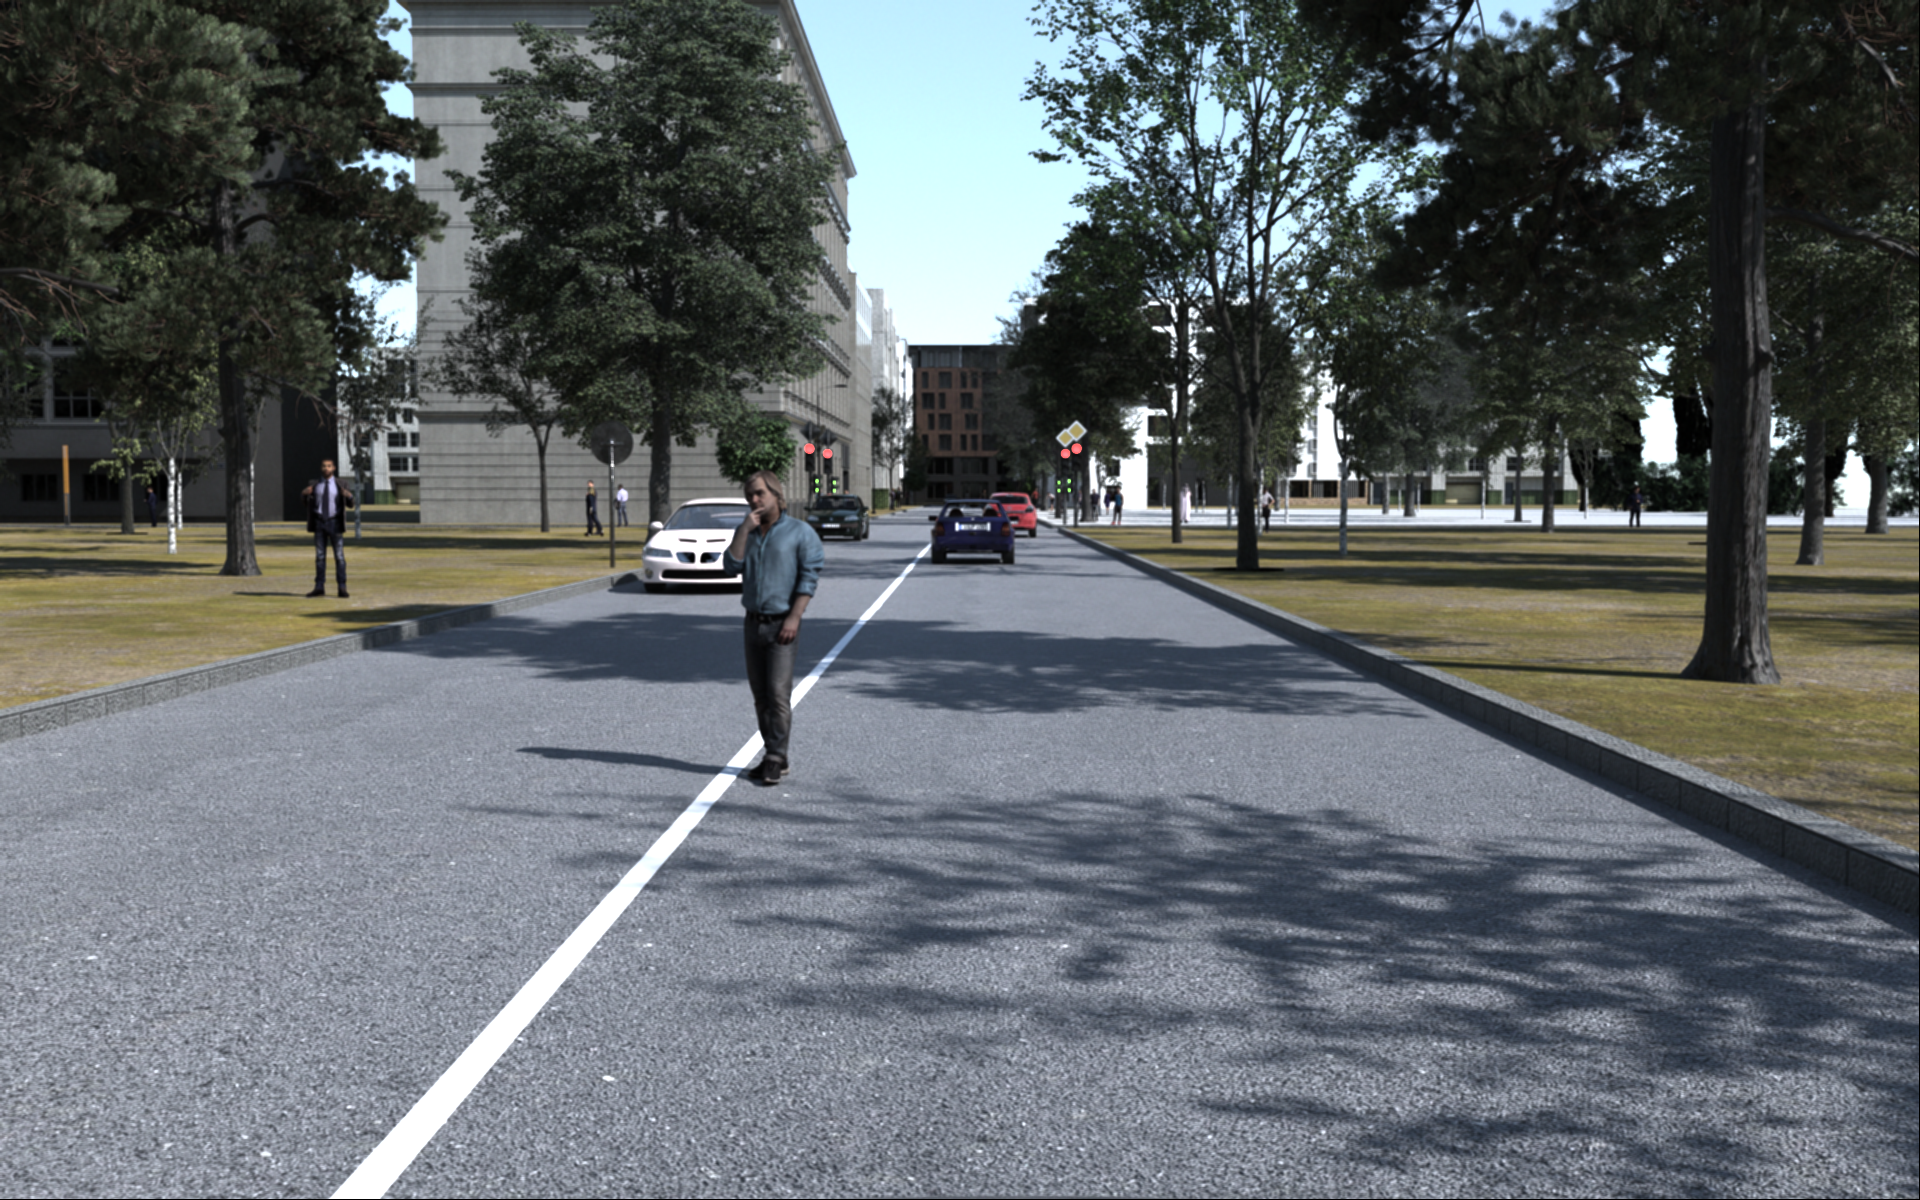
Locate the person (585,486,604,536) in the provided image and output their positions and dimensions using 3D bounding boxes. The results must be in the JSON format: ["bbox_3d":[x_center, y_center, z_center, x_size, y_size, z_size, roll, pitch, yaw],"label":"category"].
[{"bbox_3d":[-11.083,-2.682,52.430,0.613,1.512,0.480,0,4,-4],"label":"person"}]

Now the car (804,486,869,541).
[{"bbox_3d":[-3.817,-2.708,54.070,2.009,1.686,4.222,0,4,2],"label":"car"}]

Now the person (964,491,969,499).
[{"bbox_3d":[0.797,-11.878,202.714,0.705,1.824,1.348,-1,4,-20],"label":"person"}]

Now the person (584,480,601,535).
[{"bbox_3d":[-11.555,-2.900,54.374,0.530,1.710,0.541,-1,4,-10],"label":"person"}]

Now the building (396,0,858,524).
[{"bbox_3d":[-15.479,-19.544,95.959,17.030,29.872,44.131,0,4,1],"label":"building"}]

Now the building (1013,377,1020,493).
[{"bbox_3d":[14.755,-22.090,217.585,16.016,20.091,11.380,0,4,1],"label":"building"}]

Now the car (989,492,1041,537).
[{"bbox_3d":[1.679,-3.034,58.652,2.155,1.783,4.494,0,4,2],"label":"car"}]

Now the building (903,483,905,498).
[{"bbox_3d":[-23.602,-22.951,241.705,31.486,18.905,16.747,0,4,1],"label":"building"}]

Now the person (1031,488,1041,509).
[{"bbox_3d":[6.571,-8.795,149.780,0.705,1.831,1.348,3,5,43],"label":"person"}]

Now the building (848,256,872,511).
[{"bbox_3d":[-12.213,-16.684,127.529,10.420,20.320,16.860,0,4,1],"label":"building"}]

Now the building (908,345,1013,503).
[{"bbox_3d":[8.800,-24.664,247.231,32.646,21.610,27.936,0,4,1],"label":"building"}]

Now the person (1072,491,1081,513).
[{"bbox_3d":[7.923,-6.647,116.926,0.569,1.553,0.471,3,5,39],"label":"person"}]

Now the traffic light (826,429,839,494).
[{"bbox_3d":[-5.546,-5.132,73.156,0.839,4.213,0.868,0,4,1],"label":"traffic light"}]

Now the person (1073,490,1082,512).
[{"bbox_3d":[8.197,-6.767,118.636,0.963,1.587,0.435,0,4,5],"label":"person"}]

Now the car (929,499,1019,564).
[{"bbox_3d":[0.288,-1.483,36.829,1.945,1.354,3.894,0,4,1],"label":"car"}]

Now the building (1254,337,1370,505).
[{"bbox_3d":[43.503,-21.914,214.715,11.380,20.091,16.016,0,4,1],"label":"building"}]

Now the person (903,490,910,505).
[{"bbox_3d":[-6.191,-11.909,201.479,0.721,1.743,1.217,3,5,41],"label":"person"}]

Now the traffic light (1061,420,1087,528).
[{"bbox_3d":[4.344,-4.639,65.099,0.839,4.213,0.868,0,4,1],"label":"traffic light"}]

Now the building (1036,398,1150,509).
[{"bbox_3d":[12.152,-13.670,165.652,9.099,9.664,28.070,0,4,1],"label":"building"}]

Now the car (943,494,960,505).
[{"bbox_3d":[-0.967,-11.305,194.630,2.009,1.686,4.222,0,4,0],"label":"car"}]

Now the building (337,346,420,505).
[{"bbox_3d":[-61.845,-21.370,215.860,31.486,18.905,16.747,0,4,1],"label":"building"}]

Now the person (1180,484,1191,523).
[{"bbox_3d":[9.988,-4.286,76.791,0.551,1.740,0.621,-1,4,-8],"label":"person"}]

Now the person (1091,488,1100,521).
[{"bbox_3d":[6.355,-4.449,81.000,0.471,1.553,0.569,-3,5,-43],"label":"person"}]

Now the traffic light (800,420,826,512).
[{"bbox_3d":[-5.617,-4.644,65.171,0.839,4.213,0.868,0,4,1],"label":"traffic light"}]

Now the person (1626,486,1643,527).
[{"bbox_3d":[26.819,-3.641,68.727,0.576,1.737,0.504,0,4,-7],"label":"person"}]

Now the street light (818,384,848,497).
[{"bbox_3d":[-5.456,-6.175,73.498,1.470,5.913,1.316,0,4,1],"label":"street light"}]

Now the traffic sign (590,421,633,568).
[{"bbox_3d":[-6.053,-1.834,30.095,0.768,2.556,0.104,0,4,5],"label":"traffic sign"}]

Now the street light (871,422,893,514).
[{"bbox_3d":[-5.038,-8.526,111.937,1.470,5.913,1.316,0,4,1],"label":"street light"}]

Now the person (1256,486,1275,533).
[{"bbox_3d":[10.125,-3.010,57.460,0.614,1.554,0.590,1,4,9],"label":"person"}]

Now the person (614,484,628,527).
[{"bbox_3d":[-13.938,-3.826,70.916,0.599,1.838,0.709,2,4,34],"label":"person"}]

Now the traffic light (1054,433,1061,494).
[{"bbox_3d":[4.415,-5.128,73.084,0.839,4.213,0.868,0,4,1],"label":"traffic light"}]

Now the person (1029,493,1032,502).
[{"bbox_3d":[7.057,-10.242,174.297,0.742,1.727,0.445,3,5,44],"label":"person"}]

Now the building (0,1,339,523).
[{"bbox_3d":[-43.387,-17.525,80.043,24.014,27.812,14.314,0,4,1],"label":"building"}]

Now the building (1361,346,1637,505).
[{"bbox_3d":[64.958,-21.325,215.121,31.486,18.905,16.747,0,4,1],"label":"building"}]

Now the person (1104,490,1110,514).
[{"bbox_3d":[9.190,-6.123,108.517,0.453,1.535,0.546,-2,4,-30],"label":"person"}]

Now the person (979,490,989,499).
[{"bbox_3d":[2.308,-9.900,170.327,1.348,1.831,0.705,3,5,41],"label":"person"}]

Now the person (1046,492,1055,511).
[{"bbox_3d":[6.832,-7.456,131.134,0.628,1.438,0.799,0,4,8],"label":"person"}]

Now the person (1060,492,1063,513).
[{"bbox_3d":[6.715,-6.627,115.863,0.415,1.643,0.593,0,4,1],"label":"person"}]

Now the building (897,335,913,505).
[{"bbox_3d":[-11.730,-21.989,215.947,11.380,20.091,16.016,0,4,1],"label":"building"}]

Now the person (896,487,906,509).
[{"bbox_3d":[-5.359,-8.920,151.516,1.348,1.869,0.705,0,4,-8],"label":"person"}]

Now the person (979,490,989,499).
[{"bbox_3d":[2.220,-9.071,156.841,1.348,1.821,0.705,-3,5,-39],"label":"person"}]

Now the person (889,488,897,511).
[{"bbox_3d":[-5.181,-7.792,134.268,0.431,1.722,0.655,3,5,41],"label":"person"}]

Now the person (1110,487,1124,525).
[{"bbox_3d":[6.567,-3.969,72.811,0.647,1.594,0.662,1,4,20],"label":"person"}]

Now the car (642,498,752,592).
[{"bbox_3d":[-3.665,-0.887,26.858,2.083,1.381,4.827,0,4,1],"label":"car"}]

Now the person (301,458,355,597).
[{"bbox_3d":[-7.832,-0.892,21.452,0.655,1.722,0.431,0,4,-3],"label":"person"}]

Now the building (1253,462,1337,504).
[{"bbox_3d":[52.502,-22.912,241.076,31.486,18.905,16.747,0,4,1],"label":"building"}]

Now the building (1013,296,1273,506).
[{"bbox_3d":[20.651,-21.501,195.514,27.936,21.610,32.646,0,4,1],"label":"building"}]

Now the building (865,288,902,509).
[{"bbox_3d":[-14.766,-18.229,164.494,16.747,18.905,31.486,0,4,1],"label":"building"}]
